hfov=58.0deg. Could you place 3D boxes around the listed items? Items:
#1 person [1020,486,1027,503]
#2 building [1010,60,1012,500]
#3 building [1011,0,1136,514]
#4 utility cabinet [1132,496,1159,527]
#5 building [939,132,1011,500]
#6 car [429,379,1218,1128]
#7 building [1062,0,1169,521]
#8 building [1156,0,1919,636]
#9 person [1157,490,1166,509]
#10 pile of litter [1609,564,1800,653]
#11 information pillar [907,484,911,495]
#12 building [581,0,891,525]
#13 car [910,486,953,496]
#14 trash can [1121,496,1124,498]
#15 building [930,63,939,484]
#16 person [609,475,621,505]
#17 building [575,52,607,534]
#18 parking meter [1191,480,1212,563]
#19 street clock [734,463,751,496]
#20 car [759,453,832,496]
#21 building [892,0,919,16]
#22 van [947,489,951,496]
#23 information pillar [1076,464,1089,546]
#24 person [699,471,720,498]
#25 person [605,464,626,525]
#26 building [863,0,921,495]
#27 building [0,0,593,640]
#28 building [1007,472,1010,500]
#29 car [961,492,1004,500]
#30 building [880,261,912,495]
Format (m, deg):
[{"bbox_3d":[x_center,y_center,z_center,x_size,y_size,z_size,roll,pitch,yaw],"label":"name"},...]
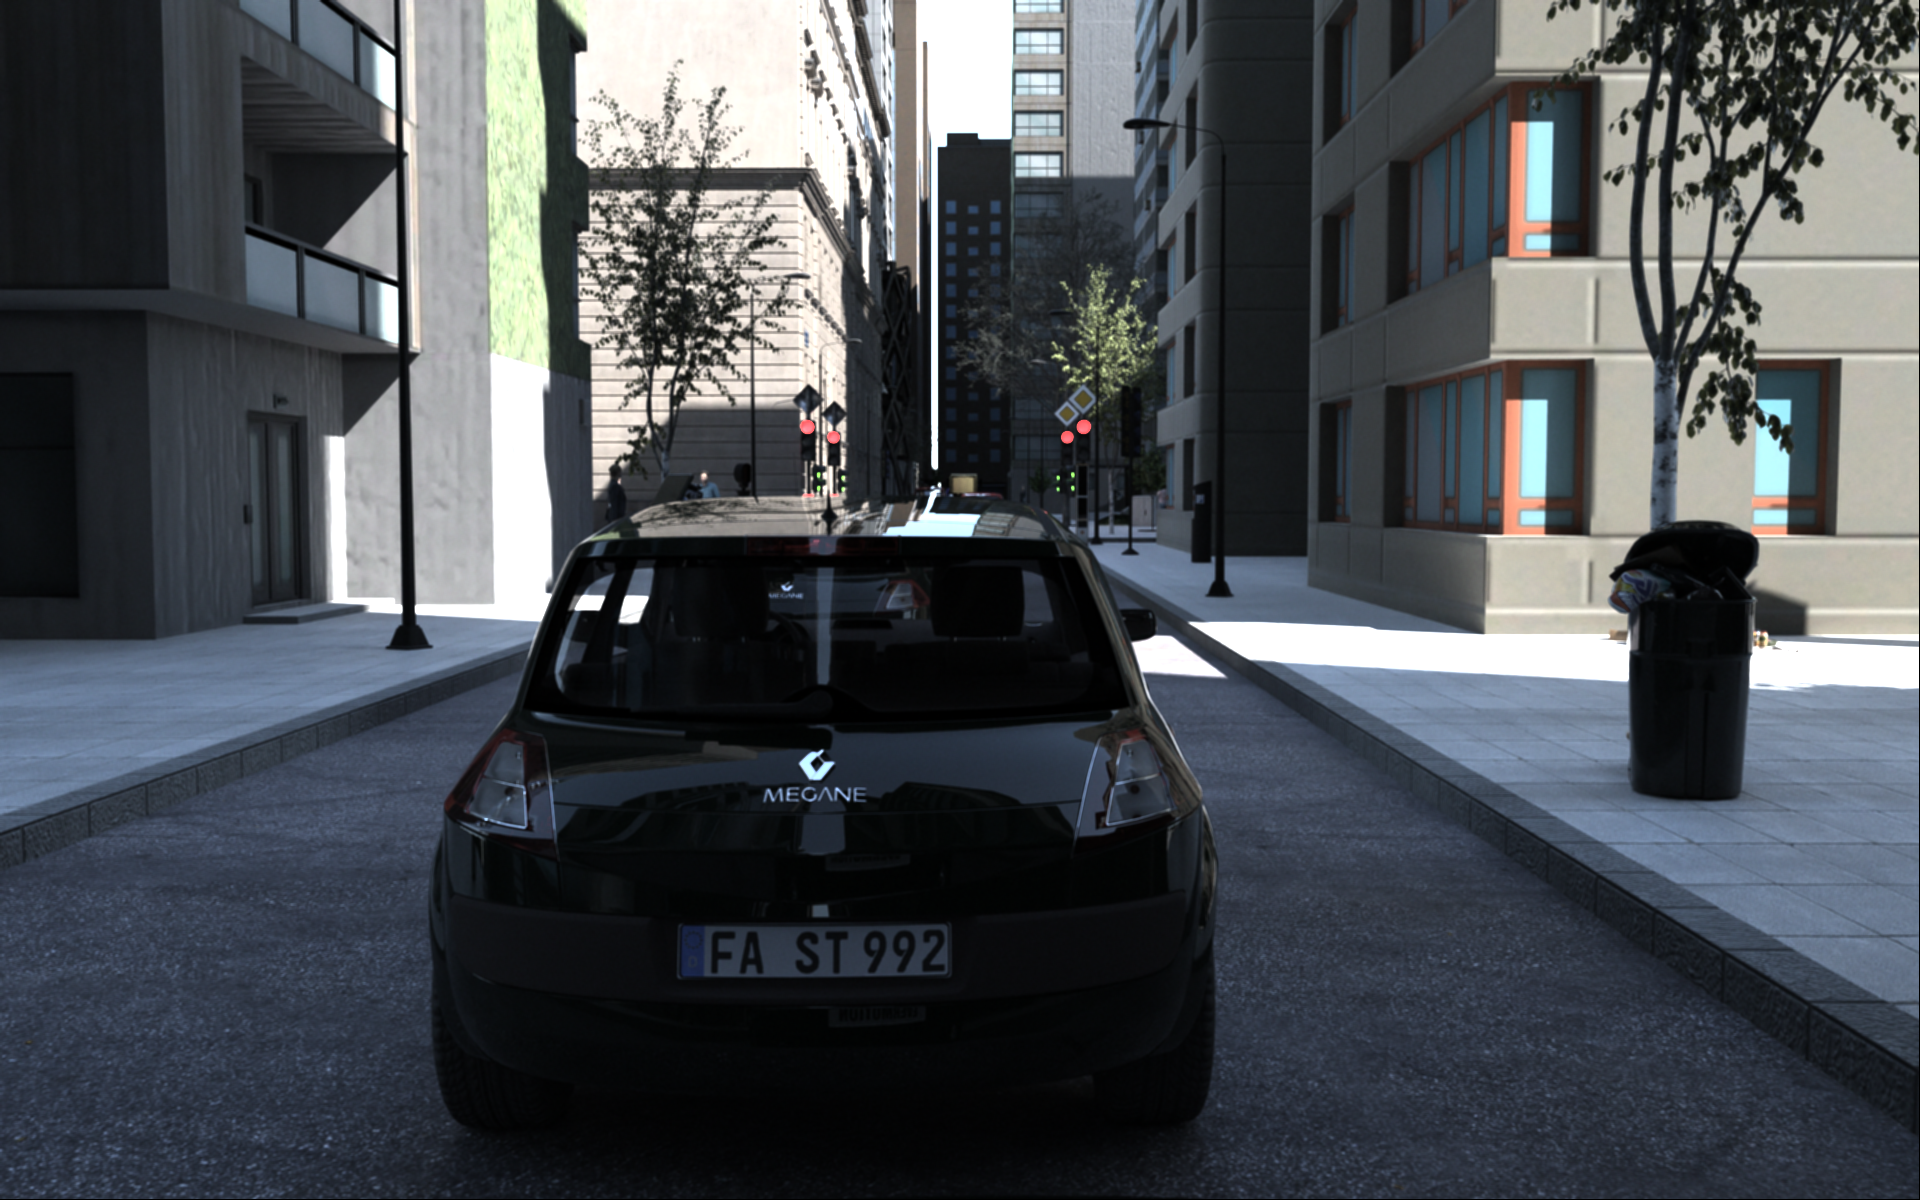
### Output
[{"bbox_3d":[3.939,-6.218,108.126,0.576,1.772,0.534,2,4,33],"label":"person"},{"bbox_3d":[15.782,-33.397,169.749,21.300,48.544,21.600,0,4,1],"label":"building"},{"bbox_3d":[10.428,-26.393,115.124,14.154,41.232,14.086,0,4,1],"label":"building"},{"bbox_3d":[7.245,-3.492,68.256,1.020,1.237,0.306,3,5,44],"label":"utility cabinet"},{"bbox_3d":[4.353,-34.703,217.512,14.200,45.320,14.600,0,4,1],"label":"building"},{"bbox_3d":[-0.325,0.273,5.329,2.009,1.686,4.222,0,4,-1],"label":"car"},{"bbox_3d":[21.741,-24.231,88.054,32.217,40.220,23.993,0,4,1],"label":"building"},{"bbox_3d":[18.733,-11.273,29.356,27.650,21.520,28.899,0,4,1],"label":"building"},{"bbox_3d":[7.428,-3.397,62.173,0.593,1.750,0.643,-1,4,-18],"label":"person"},{"bbox_3d":[6.276,-0.045,14.695,1.176,0.858,1.719,-1,4,-10],"label":"pile of litter"},{"bbox_3d":[-3.566,-7.082,120.289,0.304,2.012,0.304,-1,4,-17],"label":"information pillar"},{"bbox_3d":[-10.372,-17.902,89.961,12.463,27.353,25.104,0,4,1],"label":"building"},{"bbox_3d":[-1.494,-4.877,88.412,2.281,1.827,5.304,0,4,1],"label":"car"},{"bbox_3d":[9.966,-5.840,107.144,0.748,1.137,0.748,0,3,0],"label":"trash can"},{"bbox_3d":[-9.796,-31.745,169.139,14.600,45.320,14.200,0,4,1],"label":"building"},{"bbox_3d":[-7.980,-2.069,40.143,0.793,1.790,0.793,-2,4,-33],"label":"person"},{"bbox_3d":[-10.365,-16.348,64.559,12.463,27.353,25.104,0,4,1],"label":"building"},{"bbox_3d":[4.529,-1.471,32.465,0.372,1.533,0.369,0,3,0],"label":"parking meter"},{"bbox_3d":[-5.104,-2.221,40.891,0.358,2.002,0.471,2,4,32],"label":"street clock"},{"bbox_3d":[-0.936,-0.130,11.919,2.009,1.686,4.222,0,4,2],"label":"car"},{"bbox_3d":[-10.463,-30.852,154.549,14.600,45.320,14.200,0,4,1],"label":"building"},{"bbox_3d":[-0.597,-11.561,193.398,2.240,2.365,5.245,0,4,0],"label":"van"},{"bbox_3d":[3.017,-2.341,42.766,0.304,2.012,0.304,0,4,0],"label":"information pillar"},{"bbox_3d":[-5.800,-2.084,40.135,0.660,1.820,0.620,1,4,14],"label":"person"},{"bbox_3d":[-5.736,-1.358,28.674,0.534,1.772,0.576,-3,5,-42],"label":"person"},{"bbox_3d":[-13.556,-42.701,136.416,20.563,71.187,20.611,0,4,1],"label":"building"},{"bbox_3d":[-12.372,-20.391,16.992,14.154,41.232,14.086,0,4,1],"label":"building"},{"bbox_3d":[15.658,-46.043,191.060,20.563,71.187,20.611,0,4,1],"label":"building"},{"bbox_3d":[0.689,-2.774,54.398,2.155,1.783,4.494,0,4,2],"label":"car"},{"bbox_3d":[-11.566,-14.905,111.155,16.820,18.784,16.811,0,4,1],"label":"building"}]
